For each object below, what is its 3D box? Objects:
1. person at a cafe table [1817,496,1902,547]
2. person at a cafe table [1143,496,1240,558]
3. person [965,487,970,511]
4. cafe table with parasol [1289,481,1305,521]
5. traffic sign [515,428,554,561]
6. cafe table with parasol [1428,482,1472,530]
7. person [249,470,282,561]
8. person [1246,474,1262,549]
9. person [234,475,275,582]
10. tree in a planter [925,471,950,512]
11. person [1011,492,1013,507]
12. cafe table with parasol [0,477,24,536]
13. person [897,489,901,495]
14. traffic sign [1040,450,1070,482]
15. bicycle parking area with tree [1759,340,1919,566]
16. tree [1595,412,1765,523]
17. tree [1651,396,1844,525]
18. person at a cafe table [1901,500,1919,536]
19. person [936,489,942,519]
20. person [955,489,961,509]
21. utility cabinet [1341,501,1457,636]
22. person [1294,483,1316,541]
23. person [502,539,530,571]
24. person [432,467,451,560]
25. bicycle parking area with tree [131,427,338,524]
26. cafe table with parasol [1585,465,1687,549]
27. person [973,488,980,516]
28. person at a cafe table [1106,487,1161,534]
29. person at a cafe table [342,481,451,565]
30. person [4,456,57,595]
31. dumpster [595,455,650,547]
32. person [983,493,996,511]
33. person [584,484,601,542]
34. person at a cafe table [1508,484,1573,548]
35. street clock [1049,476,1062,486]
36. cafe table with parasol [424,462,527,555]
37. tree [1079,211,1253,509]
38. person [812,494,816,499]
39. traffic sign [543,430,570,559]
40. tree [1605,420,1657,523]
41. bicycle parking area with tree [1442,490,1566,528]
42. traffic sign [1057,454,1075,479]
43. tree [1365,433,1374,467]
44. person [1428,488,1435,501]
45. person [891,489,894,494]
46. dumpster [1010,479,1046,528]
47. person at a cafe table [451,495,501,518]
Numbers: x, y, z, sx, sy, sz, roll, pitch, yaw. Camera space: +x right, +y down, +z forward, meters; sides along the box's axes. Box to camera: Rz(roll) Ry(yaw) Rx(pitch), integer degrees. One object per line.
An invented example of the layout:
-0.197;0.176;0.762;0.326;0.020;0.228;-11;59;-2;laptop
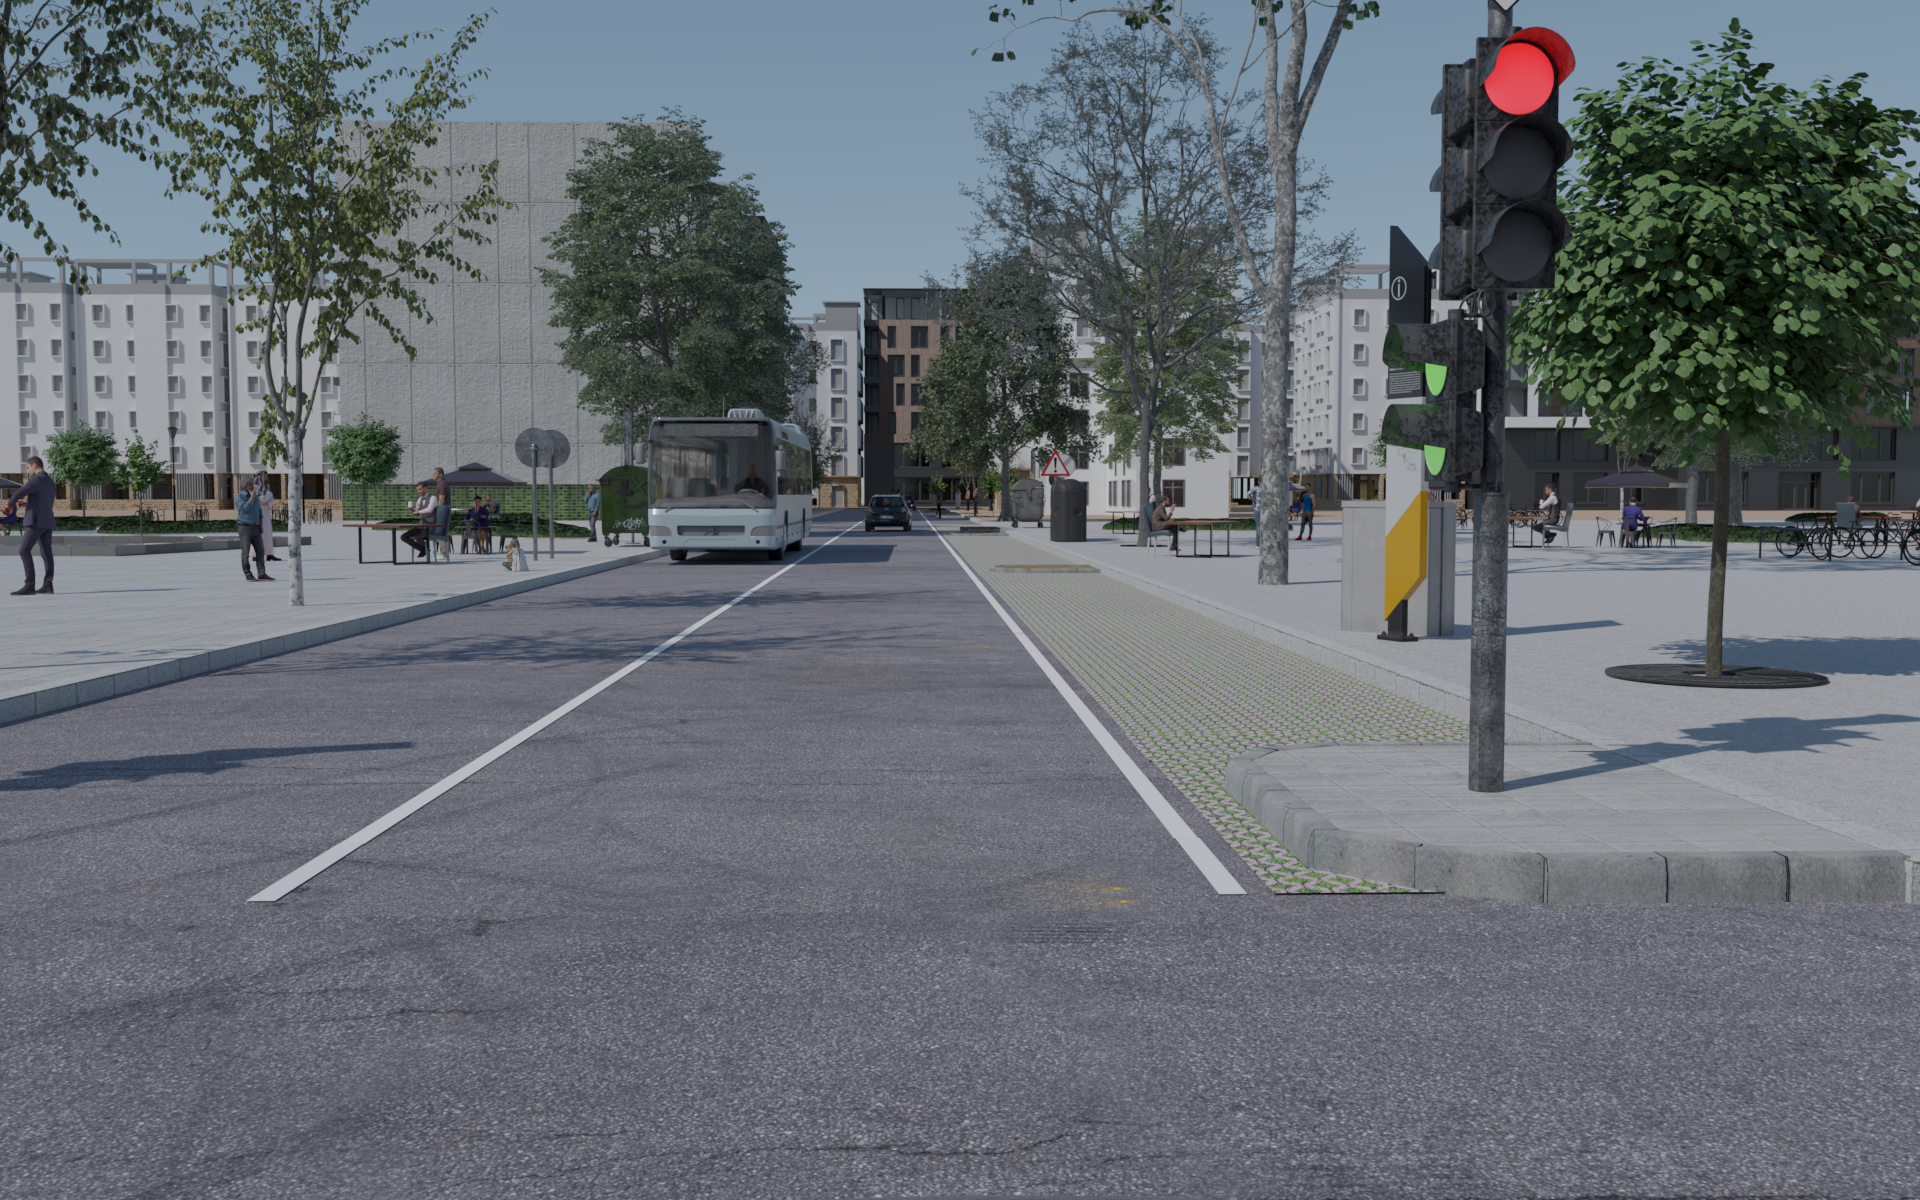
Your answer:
21.991;-1.940;42.578;1.698;1.238;1.726;3;5;41;person at a cafe table
4.635;-1.505;35.461;1.726;1.238;1.698;2;4;28;person at a cafe table
0.575;-7.718;132.244;0.705;1.823;1.348;-1;4;-9;person
15.226;-4.671;81.234;2.610;1.966;2.610;0;4;-6;cafe table with parasol
-8.173;-2.029;33.276;0.768;2.556;0.104;0;4;3;traffic sign
16.964;-3.452;61.313;2.610;1.966;2.610;-2;4;-29;cafe table with parasol
-13.292;-1.608;32.999;0.621;1.740;0.551;-1;4;-13;person
7.023;-2.039;40.104;0.841;1.734;0.376;0;4;3;person
-10.366;-1.047;25.368;0.499;1.552;0.429;-3;5;-41;person
-1.778;-8.524;136.590;1.991;3.239;1.994;0;4;-2;tree in a planter
3.760;-6.665;115.545;0.750;1.759;0.617;-1;4;-13;person
-28.279;-2.778;50.283;2.610;1.966;2.610;2;4;30;cafe table with parasol
-3.756;-6.117;109.221;0.721;1.736;1.217;2;4;25;person
2.819;-3.131;51.191;0.884;2.594;0.081;0;4;2;traffic sign
20.261;-2.809;32.931;8.231;4.147;9.016;0;4;-5;bicycle parking area with tree
23.318;-8.408;55.600;7.486;12.596;7.792;0;3;0;tree
30.972;-9.930;69.016;9.857;13.997;8.962;0;3;0;tree
30.138;-2.762;53.674;1.698;1.524;1.622;1;4;13;person at a cafe table
-1.279;-5.600;100.776;0.721;1.735;1.217;0;4;-5;person
-0.155;-8.665;148.386;0.551;1.740;0.621;-1;4;-13;person
4.047;-0.296;16.004;1.020;1.237;0.306;3;5;41;utility cabinet
9.518;-2.437;47.759;0.662;1.594;0.647;-3;5;-43;person
-7.375;-0.750;28.780;0.357;0.543;0.381;2;4;31;person
-10.129;-1.686;33.736;0.434;1.807;0.598;0;4;1;person
-31.162;-5.365;74.718;8.231;4.147;9.016;0;4;-3;bicycle parking area with tree
16.093;-2.224;41.230;2.610;1.966;2.610;0;4;1;cafe table with parasol
0.974;-5.770;101.859;0.415;1.643;0.593;-1;4;-15;person
5.734;-2.885;55.678;1.622;1.524;1.698;-1;4;-14;person at a cafe table
-10.202;-1.438;32.023;1.698;1.524;1.622;3;4;36;person at a cafe table
-11.914;-0.958;22.156;0.568;1.767;0.683;0;4;-2;person
-8.067;-2.447;42.506;1.502;2.255;1.985;0;4;-2;dumpster
2.280;-7.588;130.114;0.705;1.822;1.348;3;5;43;person
-9.772;-2.316;46.123;0.429;1.552;0.499;-1;4;-22;person
13.799;-2.016;41.469;1.622;1.524;1.698;2;4;34;person at a cafe table
3.192;-3.257;57.828;0.358;2.002;0.471;3;5;44;street clock
-10.347;-1.968;37.043;2.610;1.966;2.610;-3;5;-39;cafe table with parasol
8.231;-9.267;69.637;7.486;12.596;7.792;0;3;0;tree
-11.178;-7.372;126.553;1.348;1.826;0.705;1;4;12;person
-8.086;-2.088;34.250;0.768;2.556;0.104;0;4;-1;traffic sign
29.770;-7.766;77.333;4.360;8.622;3.978;0;3;0;tree
20.443;-5.098;70.356;8.231;4.147;9.016;-3;5;-40;bicycle parking area with tree
3.250;-3.338;54.685;0.768;2.556;0.104;0;4;-1;traffic sign
14.566;-4.370;55.157;4.285;4.588;4.351;0;3;0;tree
7.096;-1.189;26.941;0.566;1.644;0.517;-2;4;-30;person
-5.622;-8.230;143.018;0.705;1.831;1.348;-1;4;-8;person
2.587;-3.659;65.587;1.264;1.857;1.865;0;4;-2;dumpster
-18.467;-3.409;66.594;1.698;1.238;1.726;3;4;38;person at a cafe table
